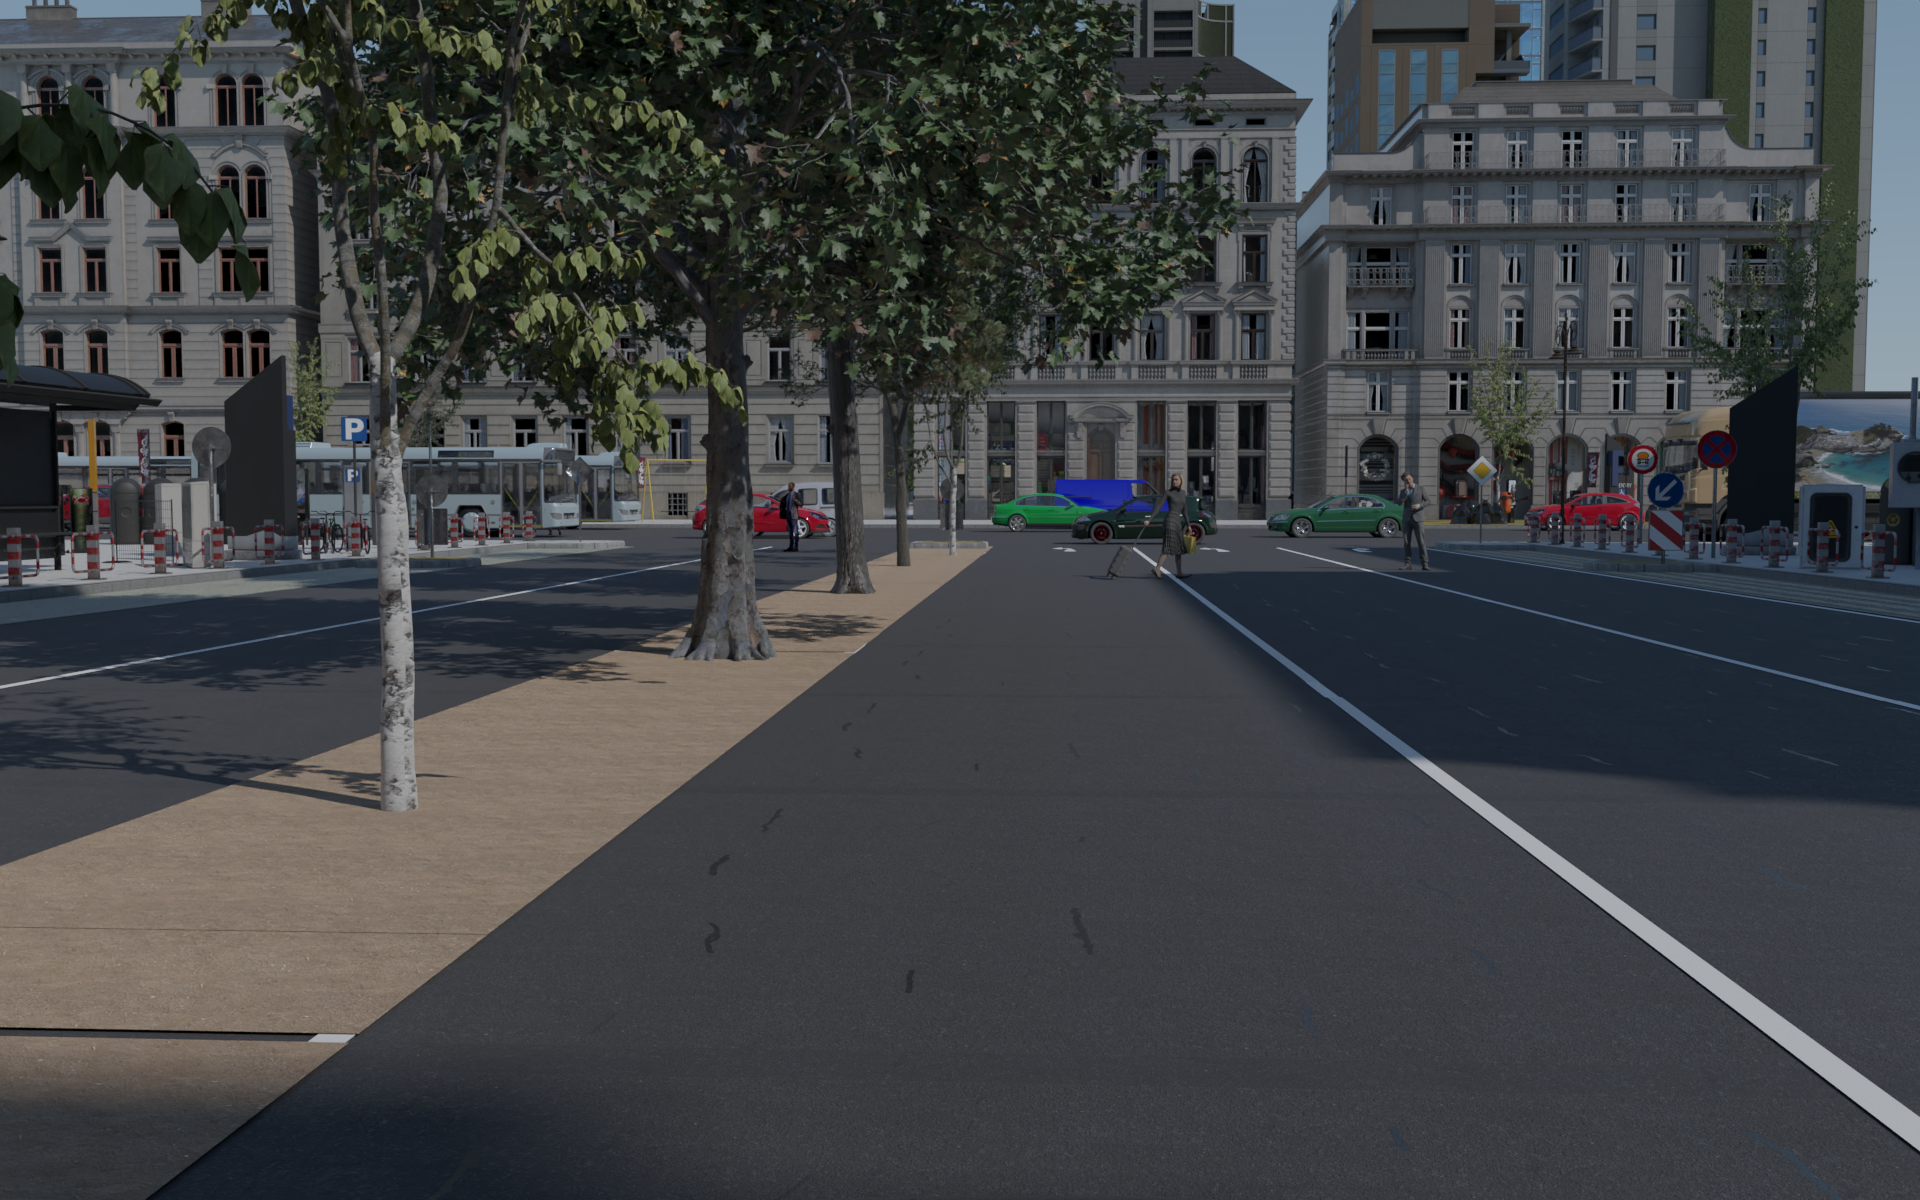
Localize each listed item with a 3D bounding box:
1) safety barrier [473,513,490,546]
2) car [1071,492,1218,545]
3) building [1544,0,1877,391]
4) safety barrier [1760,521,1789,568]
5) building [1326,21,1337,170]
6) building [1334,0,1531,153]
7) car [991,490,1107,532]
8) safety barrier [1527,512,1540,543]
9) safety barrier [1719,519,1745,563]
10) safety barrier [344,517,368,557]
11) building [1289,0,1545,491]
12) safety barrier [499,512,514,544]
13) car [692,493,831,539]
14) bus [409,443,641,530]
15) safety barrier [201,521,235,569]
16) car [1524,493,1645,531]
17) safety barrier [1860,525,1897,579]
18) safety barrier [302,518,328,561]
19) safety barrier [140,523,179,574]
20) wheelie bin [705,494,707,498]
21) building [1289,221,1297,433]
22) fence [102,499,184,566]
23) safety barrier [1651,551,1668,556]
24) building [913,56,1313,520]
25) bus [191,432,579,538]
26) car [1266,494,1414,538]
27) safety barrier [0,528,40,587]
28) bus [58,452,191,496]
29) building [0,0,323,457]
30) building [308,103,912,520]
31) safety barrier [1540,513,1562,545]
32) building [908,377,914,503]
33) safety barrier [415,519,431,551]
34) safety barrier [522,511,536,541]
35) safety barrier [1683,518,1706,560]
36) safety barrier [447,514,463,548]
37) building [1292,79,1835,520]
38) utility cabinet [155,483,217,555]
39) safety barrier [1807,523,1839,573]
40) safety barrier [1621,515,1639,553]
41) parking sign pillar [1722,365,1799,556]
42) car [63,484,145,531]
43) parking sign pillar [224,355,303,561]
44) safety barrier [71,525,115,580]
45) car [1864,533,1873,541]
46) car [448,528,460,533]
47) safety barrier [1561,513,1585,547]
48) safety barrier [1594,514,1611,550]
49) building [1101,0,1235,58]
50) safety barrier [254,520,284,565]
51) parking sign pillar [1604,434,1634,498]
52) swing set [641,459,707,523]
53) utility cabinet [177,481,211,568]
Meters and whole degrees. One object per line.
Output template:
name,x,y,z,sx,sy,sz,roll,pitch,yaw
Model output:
safety barrier,-11.892,-1.761,43.060,0.300,0.817,1.120,0,4,3
car,5.292,-2.447,49.790,4.222,1.686,2.009,0,4,5
building,75.617,-38.954,178.894,28.212,58.520,21.231,0,4,3
safety barrier,14.176,-0.971,30.148,0.300,0.817,1.120,0,4,3
building,64.249,-49.567,248.665,20.611,71.187,20.563,0,4,3
building,40.962,-30.756,152.964,14.600,45.320,14.200,0,4,3
car,3.530,-3.480,65.692,4.718,1.807,1.959,0,4,3
safety barrier,15.077,-1.910,45.496,0.300,0.817,1.120,0,4,3
safety barrier,14.290,-1.088,32.062,0.300,0.817,1.120,0,4,3
safety barrier,-12.341,-1.291,35.377,0.300,0.817,1.120,0,4,3
building,45.774,-52.682,174.021,22.319,86.520,31.000,0,4,3
safety barrier,-11.777,-1.879,44.992,0.300,0.817,1.120,0,4,3
car,-6.428,-2.886,56.224,4.494,1.783,2.155,0,4,2
bus,-18.954,-4.635,70.646,13.247,3.499,2.948,0,4,4
safety barrier,-12.677,-0.938,29.609,0.300,0.817,1.120,0,4,3
car,24.374,-3.588,67.700,4.494,1.783,2.155,0,4,4
safety barrier,13.955,-0.737,26.318,0.300,0.817,1.120,0,4,3
safety barrier,-12.452,-1.173,33.455,0.300,0.817,1.120,0,4,3
safety barrier,-12.793,-0.821,27.696,0.300,0.817,1.120,0,4,3
wheelie bin,-10.668,-4.128,75.393,0.693,1.594,0.980,1,4,19
building,46.159,-34.561,248.658,14.086,41.232,14.154,0,4,3
fence,-14.891,-1.247,31.596,2.264,1.192,0.480,3,4,38
safety barrier,14.512,-1.323,35.904,0.300,0.817,1.120,0,4,3
building,7.183,-15.910,89.001,19.941,23.489,11.050,0,4,3
bus,-18.788,-3.876,58.230,13.247,3.499,2.948,0,4,4
car,12.638,-2.788,57.374,4.920,1.459,2.131,0,4,2
safety barrier,-13.019,-0.586,23.851,0.300,0.817,1.120,0,4,3
bus,-34.701,-4.708,71.829,13.247,3.499,2.948,0,4,2
building,-44.620,-18.757,94.069,23.554,28.519,14.401,0,4,3
building,-17.596,-15.915,93.499,30.059,22.955,16.112,0,4,3
safety barrier,14.968,-1.792,43.576,0.300,0.817,1.120,0,4,3
building,-20.319,-38.991,257.111,30.456,49.044,23.786,0,4,3
safety barrier,-12.119,-1.525,39.205,0.300,0.817,1.120,0,4,3
safety barrier,-11.665,-1.996,46.905,0.300,0.817,1.120,0,4,3
safety barrier,14.400,-1.205,33.975,0.300,0.817,1.120,0,4,3
safety barrier,-12.004,-1.642,41.118,0.300,0.817,1.120,0,4,3
building,29.773,-15.142,89.377,24.055,21.916,13.314,0,4,3
utility cabinet,-16.313,-1.703,36.520,0.318,1.500,1.173,3,5,40
safety barrier,14.065,-0.854,28.235,0.300,0.817,1.120,0,4,3
safety barrier,14.627,-1.440,37.817,0.300,0.817,1.120,0,4,3
parking sign pillar,16.940,-2.944,36.603,1.447,3.967,1.447,2,4,24
car,-33.329,-3.580,67.201,5.304,1.827,2.281,0,4,3
parking sign pillar,-13.733,-2.786,34.024,1.447,3.967,1.447,1,4,13
safety barrier,-12.903,-0.704,25.782,0.300,0.817,1.120,0,4,3
car,28.657,-2.664,53.351,4.222,1.686,2.009,0,4,2
car,-20.032,-3.327,63.984,3.694,1.707,1.945,0,4,2
safety barrier,14.853,-1.675,41.663,0.300,0.817,1.120,0,4,3
safety barrier,14.740,-1.558,39.743,0.300,0.817,1.120,0,4,3
building,28.972,-49.709,250.992,20.611,71.187,20.563,0,4,3
safety barrier,-12.568,-1.055,31.523,0.300,0.817,1.120,0,4,3
parking sign pillar,29.441,-5.436,77.342,1.447,3.967,1.447,-1,4,-18
swing set,-12.625,-4.942,78.425,3.119,2.851,2.862,-1,4,-21
utility cabinet,-13.340,-1.316,30.199,0.318,1.500,1.173,-2,4,-31
